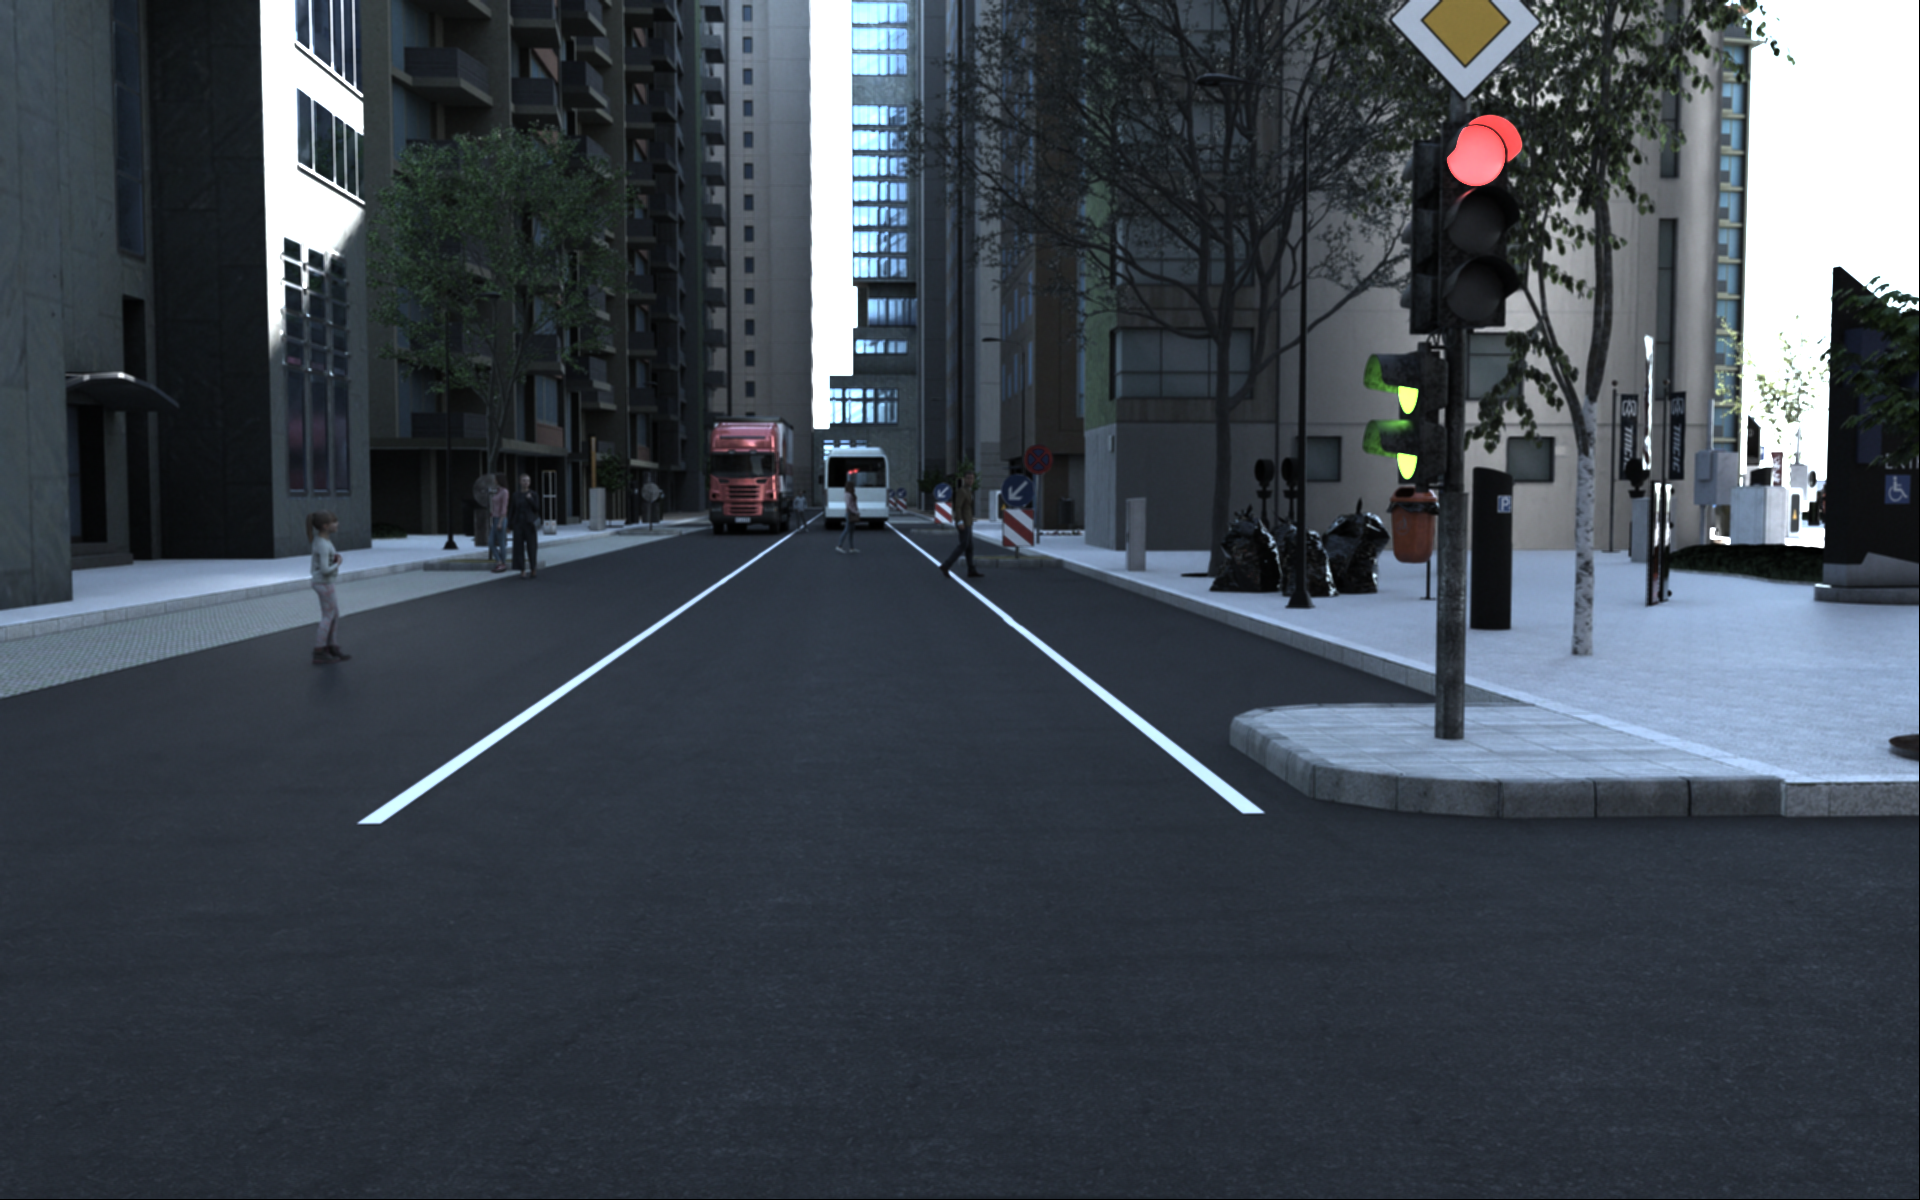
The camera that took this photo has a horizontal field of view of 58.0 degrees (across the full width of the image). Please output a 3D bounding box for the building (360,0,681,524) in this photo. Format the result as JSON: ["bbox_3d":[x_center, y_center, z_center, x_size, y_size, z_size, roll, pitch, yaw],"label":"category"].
[{"bbox_3d":[-27.669,-27.055,96.968,22.147,44.769,28.867,0,4,-4],"label":"building"}]

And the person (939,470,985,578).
[{"bbox_3d":[0.054,-1.306,29.771,0.836,1.842,0.656,-1,4,-17],"label":"person"}]

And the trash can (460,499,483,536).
[{"bbox_3d":[-14.810,-2.506,52.634,0.748,1.137,0.748,0,3,0],"label":"trash can"}]

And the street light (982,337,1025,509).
[{"bbox_3d":[1.345,-4.830,51.508,1.470,5.913,1.316,0,4,-4],"label":"street light"}]

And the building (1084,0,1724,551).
[{"bbox_3d":[10.078,-22.109,45.085,14.154,41.232,14.086,0,4,-4],"label":"building"}]

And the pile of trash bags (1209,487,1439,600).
[{"bbox_3d":[4.781,-0.758,22.143,1.912,1.369,3.447,-2,4,-31],"label":"pile of trash bags"}]

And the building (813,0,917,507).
[{"bbox_3d":[0.430,-52.965,178.657,31.000,86.520,22.319,0,4,-4],"label":"building"}]

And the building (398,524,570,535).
[{"bbox_3d":[-25.652,-25.143,65.710,22.147,44.769,28.867,0,4,-4],"label":"building"}]

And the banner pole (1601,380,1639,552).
[{"bbox_3d":[14.601,-2.947,38.199,0.863,3.779,0.401,-1,4,-17],"label":"banner pole"}]

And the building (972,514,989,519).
[{"bbox_3d":[10.633,-34.272,102.354,21.231,58.520,28.212,0,4,-4],"label":"building"}]

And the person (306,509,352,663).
[{"bbox_3d":[-5.389,-0.123,14.792,0.394,1.301,0.425,-3,5,-39],"label":"person"}]

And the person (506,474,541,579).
[{"bbox_3d":[-7.423,-1.258,29.494,0.576,1.772,0.534,-1,4,-18],"label":"person"}]

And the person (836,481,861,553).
[{"bbox_3d":[-2.743,-2.031,42.303,0.643,1.750,0.593,-1,4,-12],"label":"person"}]

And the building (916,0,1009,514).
[{"bbox_3d":[6.845,-36.869,144.813,21.231,58.520,28.212,0,4,-4],"label":"building"}]

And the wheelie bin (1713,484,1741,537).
[{"bbox_3d":[23.028,-2.685,51.815,0.980,1.594,0.693,0,4,5],"label":"wheelie bin"}]

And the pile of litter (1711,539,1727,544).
[{"bbox_3d":[18.640,-1.810,43.567,1.176,0.858,1.719,1,4,14],"label":"pile of litter"}]

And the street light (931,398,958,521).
[{"bbox_3d":[-0.705,-6.806,83.823,1.470,5.913,1.316,0,4,-4],"label":"street light"}]

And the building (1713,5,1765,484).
[{"bbox_3d":[53.732,-30.394,151.560,28.867,44.769,22.147,0,4,-4],"label":"building"}]

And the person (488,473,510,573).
[{"bbox_3d":[-8.389,-1.405,31.488,0.388,1.821,0.555,-3,4,-39],"label":"person"}]

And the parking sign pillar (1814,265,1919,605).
[{"bbox_3d":[11.003,-1.963,20.568,1.447,3.967,1.447,-1,4,-12],"label":"parking sign pillar"}]

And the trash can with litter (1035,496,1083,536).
[{"bbox_3d":[2.913,-2.628,54.021,2.233,1.210,1.678,0,4,5],"label":"trash can with litter"}]

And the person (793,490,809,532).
[{"bbox_3d":[-6.060,-3.395,65.819,0.589,1.601,0.330,-1,4,-13],"label":"person"}]

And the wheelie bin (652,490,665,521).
[{"bbox_3d":[-14.583,-4.606,83.222,0.693,1.594,0.980,0,4,7],"label":"wheelie bin"}]

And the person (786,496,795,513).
[{"bbox_3d":[-12.870,-7.535,132.405,0.721,1.736,1.217,3,5,39],"label":"person"}]

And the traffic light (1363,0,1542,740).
[{"bbox_3d":[2.556,-1.228,9.000,0.839,4.253,0.868,0,4,-4],"label":"traffic light"}]

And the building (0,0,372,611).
[{"bbox_3d":[-22.132,-43.413,22.478,22.319,86.520,31.000,0,4,-4],"label":"building"}]

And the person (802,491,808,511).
[{"bbox_3d":[-13.554,-8.603,149.952,1.217,1.735,0.721,3,4,39],"label":"person"}]

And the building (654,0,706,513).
[{"bbox_3d":[-25.271,-26.612,118.707,14.154,41.232,14.086,0,4,-4],"label":"building"}]

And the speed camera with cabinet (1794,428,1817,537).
[{"bbox_3d":[24.899,-3.509,51.701,2.038,3.252,0.660,-3,5,-43],"label":"speed camera with cabinet"}]

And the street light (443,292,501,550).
[{"bbox_3d":[-11.265,-4.126,39.994,1.470,5.913,1.316,0,4,-4],"label":"street light"}]

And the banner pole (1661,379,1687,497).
[{"bbox_3d":[15.418,-2.906,37.536,0.401,3.779,0.863,-1,4,-17],"label":"banner pole"}]

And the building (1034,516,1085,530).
[{"bbox_3d":[9.066,-25.500,67.042,14.600,45.320,14.200,0,4,-4],"label":"building"}]

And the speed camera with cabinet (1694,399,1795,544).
[{"bbox_3d":[16.026,-2.522,35.569,0.660,3.252,2.038,-1,4,-18],"label":"speed camera with cabinet"}]

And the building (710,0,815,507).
[{"bbox_3d":[-29.064,-38.827,176.823,28.212,58.520,21.231,0,4,-4],"label":"building"}]

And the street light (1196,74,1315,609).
[{"bbox_3d":[3.305,-2.864,19.365,1.470,5.913,1.316,0,4,-4],"label":"street light"}]

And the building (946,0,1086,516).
[{"bbox_3d":[6.292,-28.965,123.691,14.600,45.320,14.200,0,4,-4],"label":"building"}]

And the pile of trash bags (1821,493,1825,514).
[{"bbox_3d":[34.455,-3.443,66.048,1.912,1.369,3.447,-2,4,-28],"label":"pile of trash bags"}]

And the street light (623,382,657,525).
[{"bbox_3d":[-13.295,-6.085,72.027,1.470,5.913,1.316,0,4,-4],"label":"street light"}]

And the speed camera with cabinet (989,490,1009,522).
[{"bbox_3d":[2.350,-5.247,80.124,2.038,3.252,0.660,-2,4,-32],"label":"speed camera with cabinet"}]

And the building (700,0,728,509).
[{"bbox_3d":[-35.180,-32.105,144.528,30.456,49.044,23.786,0,4,-4],"label":"building"}]
